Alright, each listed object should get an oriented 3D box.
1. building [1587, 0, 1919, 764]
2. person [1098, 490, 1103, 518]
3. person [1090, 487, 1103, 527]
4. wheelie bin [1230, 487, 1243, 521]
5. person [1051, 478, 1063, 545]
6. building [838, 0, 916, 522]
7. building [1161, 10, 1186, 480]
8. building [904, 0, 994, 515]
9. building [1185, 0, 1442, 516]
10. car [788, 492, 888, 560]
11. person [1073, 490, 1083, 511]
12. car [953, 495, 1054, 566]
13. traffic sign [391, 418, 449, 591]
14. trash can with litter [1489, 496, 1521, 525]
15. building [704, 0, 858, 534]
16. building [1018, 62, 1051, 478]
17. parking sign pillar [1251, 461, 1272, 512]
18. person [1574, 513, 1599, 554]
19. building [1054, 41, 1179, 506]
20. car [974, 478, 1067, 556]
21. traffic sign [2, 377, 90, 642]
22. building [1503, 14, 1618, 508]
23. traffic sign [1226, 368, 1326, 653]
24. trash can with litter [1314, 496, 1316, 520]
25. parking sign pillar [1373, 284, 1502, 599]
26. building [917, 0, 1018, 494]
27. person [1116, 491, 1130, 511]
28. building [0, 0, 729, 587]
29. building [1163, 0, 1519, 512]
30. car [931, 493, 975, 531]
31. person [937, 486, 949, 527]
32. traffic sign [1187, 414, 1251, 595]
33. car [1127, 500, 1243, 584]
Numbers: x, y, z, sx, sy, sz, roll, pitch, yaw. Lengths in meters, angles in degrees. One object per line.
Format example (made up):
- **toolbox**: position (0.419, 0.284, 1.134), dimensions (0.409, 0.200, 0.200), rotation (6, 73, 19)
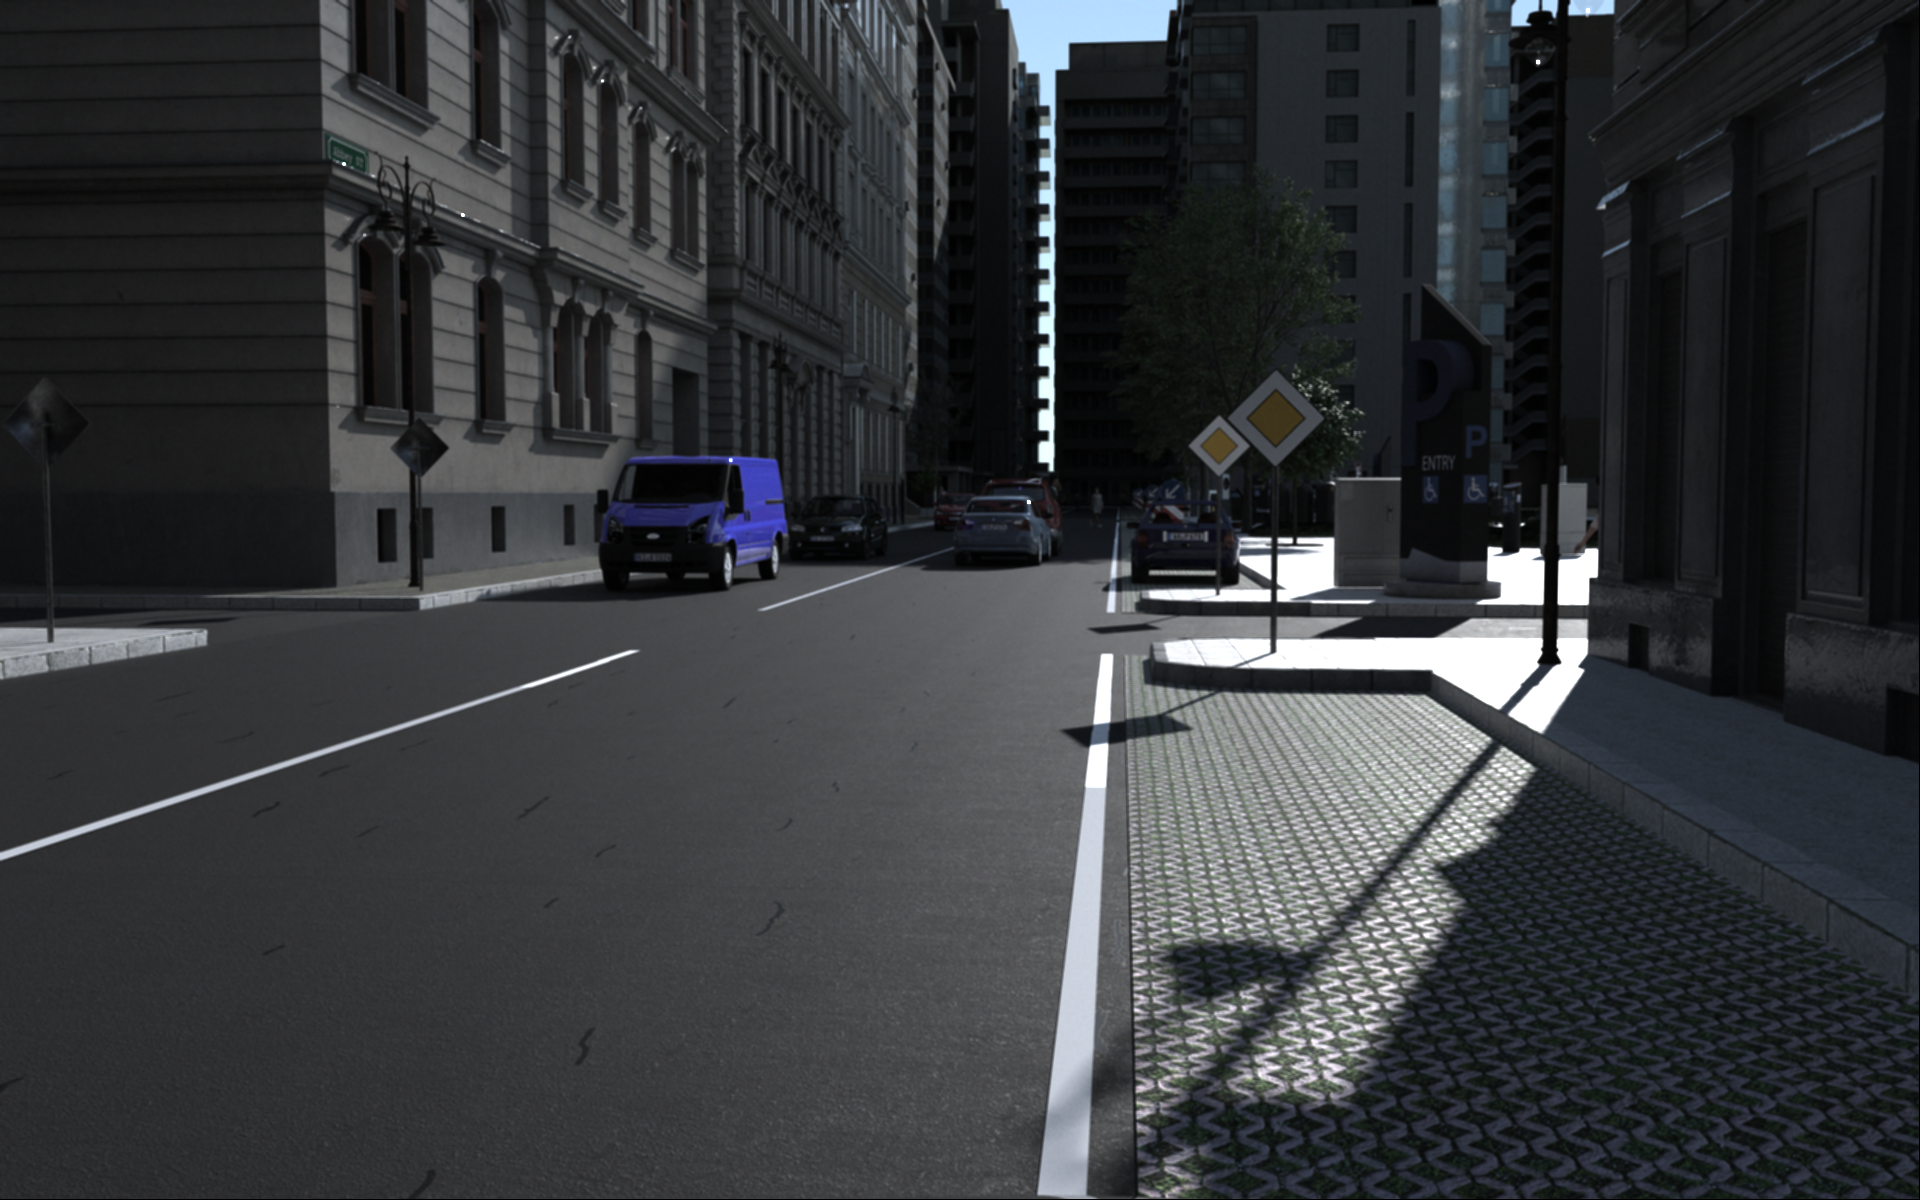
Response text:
- **building**: position (8.872, -9.468, 3.946), dimensions (9.793, 20.994, 18.267), rotation (0, 4, 5)
- **person**: position (8.406, -5.849, 105.058), dimensions (0.541, 1.710, 0.530), rotation (-1, 4, -18)
- **person**: position (5.893, -4.030, 75.146), dimensions (0.466, 1.731, 0.760), rotation (-3, 5, -43)
- **wheelie bin**: position (13.255, -4.589, 82.934), dimensions (0.693, 1.594, 0.980), rotation (0, 4, 2)
- **person**: position (2.712, -2.528, 49.188), dimensions (0.474, 1.900, 0.648), rotation (0, 4, 6)
- **building**: position (-9.729, -17.773, 76.495), dimensions (13.634, 28.700, 20.117), rotation (0, 4, 5)
- **building**: position (29.503, -30.689, 156.388), dimensions (22.147, 44.769, 28.867), rotation (0, 4, 5)
- **building**: position (-13.727, -27.205, 136.676), dimensions (32.217, 40.220, 23.993), rotation (0, 4, 5)
- **building**: position (20.734, -20.381, 104.939), dimensions (14.160, 30.474, 14.107), rotation (0, 4, 5)
- **car**: position (-2.716, -1.786, 38.993), dimensions (2.009, 1.686, 4.222), rotation (0, 4, 6)
- **person**: position (9.827, -8.248, 144.071), dimensions (0.721, 1.736, 1.217), rotation (-3, 5, -39)
- **car**: position (0.918, -1.474, 36.105), dimensions (2.014, 1.417, 4.499), rotation (0, 4, 7)
- **traffic sign**: position (-7.131, -1.177, 22.879), dimensions (0.795, 2.450, 0.064), rotation (0, 4, 5)
- **trash can with litter**: position (22.304, -3.668, 71.031), dimensions (1.678, 1.210, 2.233), rotation (-3, 5, -45)
- **building**: position (-10.101, -13.929, 56.613), dimensions (11.050, 23.489, 19.941), rotation (0, 4, 5)
- **building**: position (-5.117, -35.085, 193.246), dimensions (30.456, 49.044, 23.786), rotation (0, 4, 5)
- **parking sign pillar**: position (16.037, -6.388, 92.908), dimensions (1.447, 3.967, 1.447), rotation (2, 4, 35)
- **person**: position (6.551, -0.508, 17.473), dimensions (0.731, 1.740, 0.598), rotation (0, 4, -6)
- **building**: position (21.297, -34.618, 189.701), dimensions (21.600, 48.544, 21.300), rotation (0, 4, 5)
- **car**: position (1.419, -2.022, 41.740), dimensions (2.281, 1.827, 5.304), rotation (0, 4, 4)
- **traffic sign**: position (-7.866, -0.690, 14.928), dimensions (0.795, 2.450, 0.064), rotation (0, 4, 5)
- **building**: position (55.888, -31.225, 160.647), dimensions (14.200, 45.320, 14.600), rotation (0, 4, 5)
- **traffic sign**: position (2.532, -0.630, 13.950), dimensions (0.795, 2.450, 0.064), rotation (0, 4, 5)
- **trash can with litter**: position (18.048, -4.543, 85.334), dimensions (2.233, 1.210, 1.678), rotation (-1, 4, -21)
- **parking sign pillar**: position (6.084, -2.034, 21.733), dimensions (1.447, 3.967, 1.447), rotation (-1, 4, -19)
- **building**: position (-5.652, -32.976, 162.864), dimensions (21.600, 48.544, 21.300), rotation (0, 4, 5)
- **person**: position (13.980, -8.522, 148.538), dimensions (1.217, 1.736, 0.721), rotation (1, 4, 9)
- **building**: position (-13.736, -15.118, 34.562), dimensions (14.401, 28.519, 23.554), rotation (0, 4, 5)
- **building**: position (27.164, -31.017, 126.741), dimensions (23.786, 49.044, 30.456), rotation (0, 4, 5)
- **car**: position (-0.034, -3.654, 68.789), dimensions (2.155, 1.783, 4.494), rotation (0, 4, 3)
- **person**: position (-0.713, -4.152, 76.566), dimensions (0.592, 1.802, 0.473), rotation (0, 4, 2)
- **traffic sign**: position (3.267, -1.117, 21.901), dimensions (0.795, 2.450, 0.064), rotation (0, 4, 5)
- **car**: position (3.743, -0.995, 28.851), dimensions (1.945, 1.354, 3.894), rotation (0, 4, 7)
